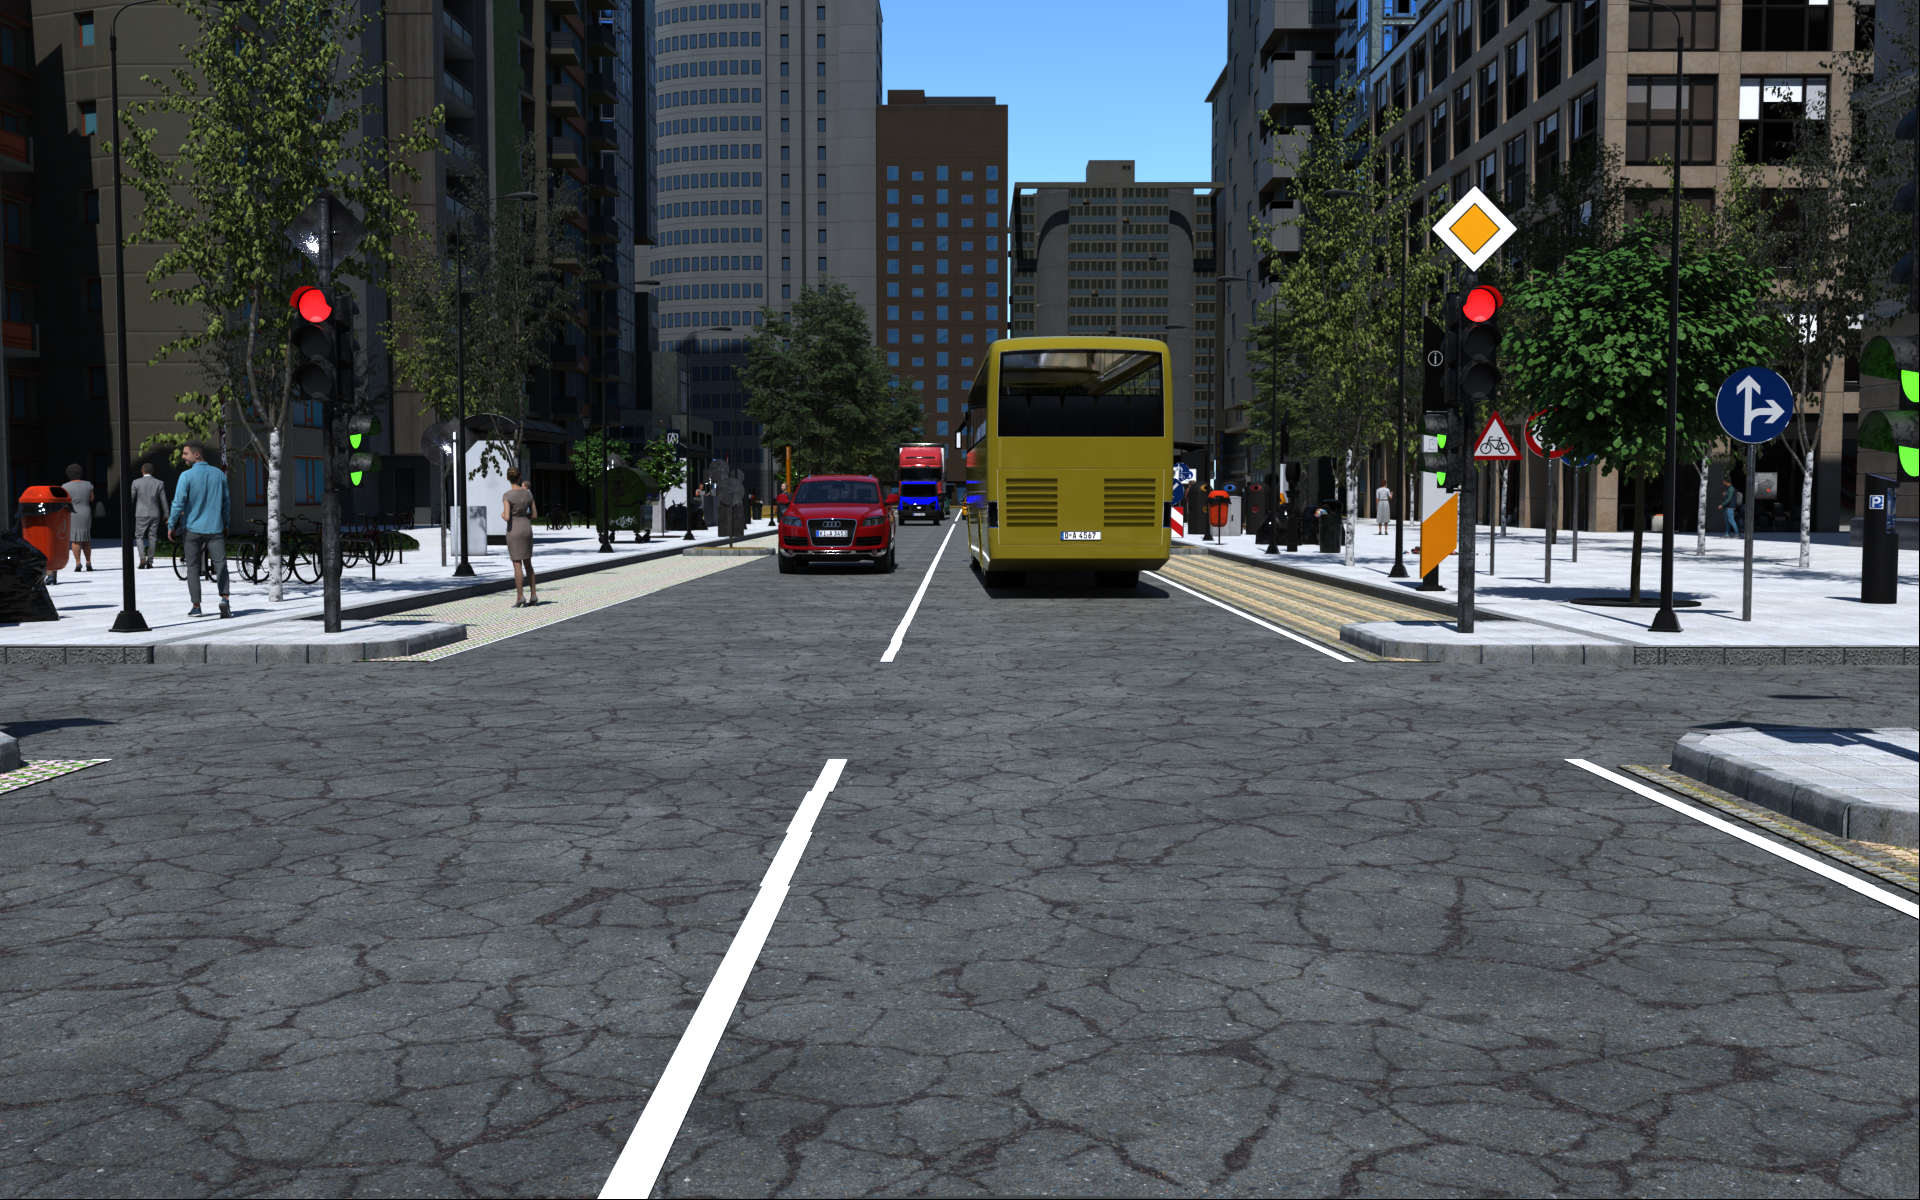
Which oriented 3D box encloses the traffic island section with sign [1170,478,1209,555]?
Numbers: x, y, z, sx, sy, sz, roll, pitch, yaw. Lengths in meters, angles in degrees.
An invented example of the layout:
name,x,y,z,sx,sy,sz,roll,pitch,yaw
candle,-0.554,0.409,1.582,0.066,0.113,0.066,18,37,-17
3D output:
name,x,y,z,sx,sy,sz,roll,pitch,yaw
traffic island section with sign,4.841,-2.011,41.515,1.989,1.847,2.006,0,4,0

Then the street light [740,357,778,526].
name,x,y,z,sx,sy,sz,roll,pitch,yaw
street light,-7.060,-5.267,58.654,1.470,5.913,1.316,0,4,0

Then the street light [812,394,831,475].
name,x,y,z,sx,sy,sz,roll,pitch,yaw
street light,-6.909,-6.588,80.247,1.470,5.913,1.316,0,4,0

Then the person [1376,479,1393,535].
name,x,y,z,sx,sy,sz,roll,pitch,yaw
person,13.323,-2.921,54.379,0.480,1.755,0.524,1,4,21

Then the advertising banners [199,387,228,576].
name,x,y,z,sx,sy,sz,roll,pitch,yaw
advertising banners,-11.999,-1.935,27.822,0.090,3.025,2.074,-1,4,-9

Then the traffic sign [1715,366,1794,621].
name,x,y,z,sx,sy,sz,roll,pitch,yaw
traffic sign,7.942,-1.058,17.408,0.768,2.556,0.104,0,4,2

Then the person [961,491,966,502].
name,x,y,z,sx,sy,sz,roll,pitch,yaw
person,0.334,-9.372,162.441,0.721,1.735,1.217,-1,4,-18

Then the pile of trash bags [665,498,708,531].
name,x,y,z,sx,sy,sz,roll,pitch,yaw
pile of trash bags,-10.628,-3.191,61.927,3.447,1.369,1.912,3,4,37

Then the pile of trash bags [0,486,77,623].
name,x,y,z,sx,sy,sz,roll,pitch,yaw
pile of trash bags,-10.030,-0.471,17.458,1.912,1.369,3.447,0,4,3

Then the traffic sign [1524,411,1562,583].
name,x,y,z,sx,sy,sz,roll,pitch,yaw
traffic sign,8.446,-1.511,24.815,0.768,2.556,0.104,0,4,5

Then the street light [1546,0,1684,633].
name,x,y,z,sx,sy,sz,roll,pitch,yaw
street light,6.069,-2.661,16.050,1.470,5.913,1.316,0,4,0

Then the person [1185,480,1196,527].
name,x,y,z,sx,sy,sz,roll,pitch,yaw
person,9.076,-3.767,67.609,0.573,1.828,0.580,1,4,15

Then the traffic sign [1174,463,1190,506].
name,x,y,z,sx,sy,sz,roll,pitch,yaw
traffic sign,8.909,-4.286,70.181,0.768,2.556,0.104,0,4,7

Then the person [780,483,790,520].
name,x,y,z,sx,sy,sz,roll,pitch,yaw
person,-5.167,-2.609,51.583,0.534,1.772,0.576,-3,4,-38

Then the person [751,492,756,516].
name,x,y,z,sx,sy,sz,roll,pitch,yaw
person,-12.304,-5.729,102.976,0.557,1.426,1.065,1,4,17

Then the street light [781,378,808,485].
name,x,y,z,sx,sy,sz,roll,pitch,yaw
street light,-6.984,-5.909,69.161,1.470,5.913,1.316,0,4,0

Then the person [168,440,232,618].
name,x,y,z,sx,sy,sz,roll,pitch,yaw
person,-7.847,-0.735,17.925,0.638,1.841,0.748,-2,4,-35

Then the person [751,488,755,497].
name,x,y,z,sx,sy,sz,roll,pitch,yaw
person,-16.611,-8.065,138.585,0.721,1.739,1.217,0,4,7

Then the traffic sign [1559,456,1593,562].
name,x,y,z,sx,sy,sz,roll,pitch,yaw
traffic sign,11.559,-1.981,32.496,0.768,2.556,0.104,0,4,7

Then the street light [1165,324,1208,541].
name,x,y,z,sx,sy,sz,roll,pitch,yaw
street light,6.300,-4.589,47.572,1.470,5.913,1.316,0,4,0

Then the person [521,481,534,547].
name,x,y,z,sx,sy,sz,roll,pitch,yaw
person,-10.599,-2.115,42.428,0.330,1.601,0.589,-1,4,-11

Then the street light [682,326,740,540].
name,x,y,z,sx,sy,sz,roll,pitch,yaw
street light,-7.018,-4.624,48.146,1.470,5.913,1.316,0,4,0

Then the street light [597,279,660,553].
name,x,y,z,sx,sy,sz,roll,pitch,yaw
street light,-7.186,-3.982,37.639,1.470,5.913,1.316,0,4,0

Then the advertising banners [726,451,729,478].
name,x,y,z,sx,sy,sz,roll,pitch,yaw
advertising banners,-9.272,-4.525,70.177,0.090,3.025,2.074,-1,4,-18

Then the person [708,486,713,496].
name,x,y,z,sx,sy,sz,roll,pitch,yaw
person,-13.581,-5.378,94.760,1.217,1.735,0.721,-3,5,-41

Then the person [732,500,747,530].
name,x,y,z,sx,sy,sz,roll,pitch,yaw
person,-8.113,-3.431,62.545,0.834,1.777,0.661,0,4,-3

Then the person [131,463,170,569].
name,x,y,z,sx,sy,sz,roll,pitch,yaw
person,-14.041,-1.451,29.883,0.709,1.813,0.853,-2,4,-35

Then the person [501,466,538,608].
name,x,y,z,sx,sy,sz,roll,pitch,yaw
person,-5.545,-0.790,21.751,0.374,1.781,0.599,3,4,37

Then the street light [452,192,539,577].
name,x,y,z,sx,sy,sz,roll,pitch,yaw
street light,-7.189,-3.321,26.837,1.470,5.913,1.316,0,4,0

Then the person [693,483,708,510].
name,x,y,z,sx,sy,sz,roll,pitch,yaw
person,-11.796,-4.418,78.637,0.716,1.782,0.532,-3,5,-43

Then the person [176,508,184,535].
name,x,y,z,sx,sy,sz,roll,pitch,yaw
person,-18.564,-2.138,41.424,0.576,1.772,0.534,3,4,37

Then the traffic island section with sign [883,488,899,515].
name,x,y,z,sx,sy,sz,roll,pitch,yaw
traffic island section with sign,-4.968,-6.680,117.843,1.989,1.847,2.006,0,4,0

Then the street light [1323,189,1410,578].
name,x,y,z,sx,sy,sz,roll,pitch,yaw
street light,6.229,-3.304,26.557,1.470,5.913,1.316,0,4,0

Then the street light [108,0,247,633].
name,x,y,z,sx,sy,sz,roll,pitch,yaw
street light,-7.215,-2.658,16.000,1.470,5.913,1.316,0,4,0

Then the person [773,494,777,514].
name,x,y,z,sx,sy,sz,roll,pitch,yaw
person,-11.929,-6.343,112.979,0.697,1.427,0.421,3,4,39

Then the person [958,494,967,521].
name,x,y,z,sx,sy,sz,roll,pitch,yaw
person,0.553,-5.141,92.643,1.350,1.814,0.705,1,4,22

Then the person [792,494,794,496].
name,x,y,z,sx,sy,sz,roll,pitch,yaw
person,-11.420,-6.874,119.145,0.721,1.735,1.217,-2,4,-33

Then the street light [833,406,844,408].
name,x,y,z,sx,sy,sz,roll,pitch,yaw
street light,-6.807,-7.248,91.051,1.470,5.913,1.316,0,4,0

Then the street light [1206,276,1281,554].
name,x,y,z,sx,sy,sz,roll,pitch,yaw
street light,6.181,-3.946,37.065,1.470,5.913,1.316,0,4,0

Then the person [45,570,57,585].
name,x,y,z,sx,sy,sz,roll,pitch,yaw
person,-12.913,-0.868,24.509,0.475,1.303,0.640,-3,4,-36

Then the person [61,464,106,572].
name,x,y,z,sx,sy,sz,roll,pitch,yaw
person,-14.523,-1.361,28.650,0.716,1.782,0.532,-3,5,-43

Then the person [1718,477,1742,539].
name,x,y,z,sx,sy,sz,roll,pitch,yaw
person,21.945,-2.631,49.405,0.721,1.781,0.623,1,4,10

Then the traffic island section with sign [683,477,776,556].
name,x,y,z,sx,sy,sz,roll,pitch,yaw
traffic island section with sign,-5.379,-1.961,40.688,1.989,1.847,2.006,0,4,0

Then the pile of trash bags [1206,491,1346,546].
name,x,y,z,sx,sy,sz,roll,pitch,yaw
pile of trash bags,7.947,-2.080,43.768,3.447,1.369,1.912,0,4,3
